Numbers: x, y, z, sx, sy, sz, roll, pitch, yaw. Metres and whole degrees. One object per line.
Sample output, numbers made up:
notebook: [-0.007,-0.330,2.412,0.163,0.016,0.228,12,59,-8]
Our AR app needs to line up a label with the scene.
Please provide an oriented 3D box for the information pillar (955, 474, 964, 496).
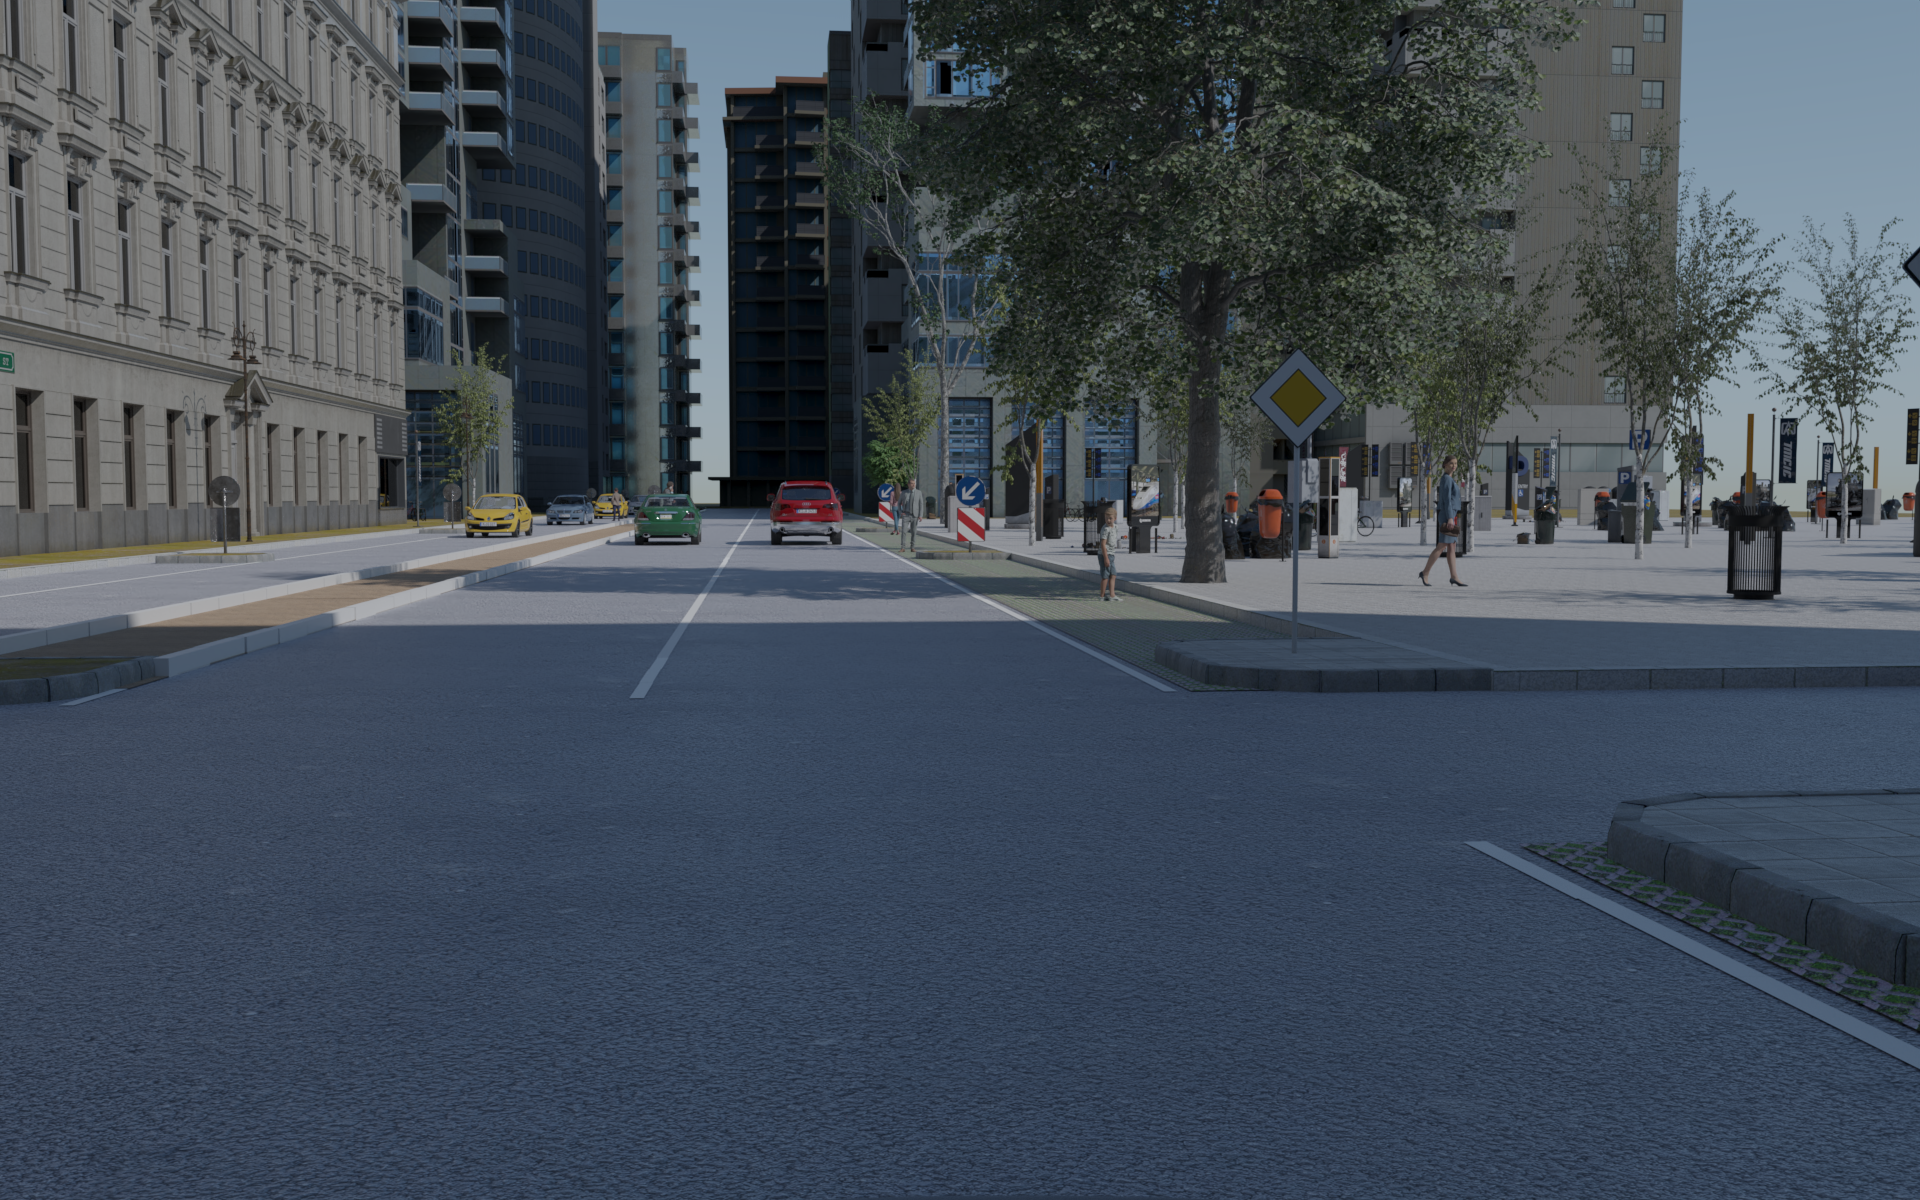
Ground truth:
information pillar: [-0.024,-3.627,63.789,0.304,2.012,0.304,0,4,2]

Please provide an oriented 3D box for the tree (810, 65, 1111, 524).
tree: [0.676,-13.284,73.081,12.611,20.169,13.585,0,3,0]

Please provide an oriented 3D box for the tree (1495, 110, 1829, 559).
tree: [13.434,-5.090,33.585,4.360,8.622,3.978,0,3,0]

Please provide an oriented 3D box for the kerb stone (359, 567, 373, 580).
kerb stone: [-10.076,-0.417,29.064,0.120,0.150,1.000,0,4,-6]

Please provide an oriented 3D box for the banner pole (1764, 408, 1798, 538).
banner pole: [23.763,-3.676,50.112,0.863,3.779,0.401,2,4,25]

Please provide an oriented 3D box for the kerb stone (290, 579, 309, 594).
kerb stone: [-9.623,-0.171,24.996,0.120,0.150,1.000,0,4,-6]

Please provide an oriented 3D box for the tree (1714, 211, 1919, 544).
tree: [22.649,-5.762,44.566,4.360,8.622,3.978,0,3,0]

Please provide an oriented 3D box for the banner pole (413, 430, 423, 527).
banner pole: [-21.284,-4.777,68.114,0.401,3.779,0.863,0,4,-2]

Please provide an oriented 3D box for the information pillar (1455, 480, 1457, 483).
information pillar: [25.497,-5.201,89.528,0.304,2.012,0.304,1,4,18]

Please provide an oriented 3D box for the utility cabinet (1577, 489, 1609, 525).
utility cabinet: [25.854,-3.797,70.758,1.173,1.500,0.318,0,4,-3]

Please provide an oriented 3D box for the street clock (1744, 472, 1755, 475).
street clock: [25.398,-3.131,55.761,0.358,2.002,0.471,0,4,-1]

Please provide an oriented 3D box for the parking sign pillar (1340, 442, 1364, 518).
parking sign pillar: [20.239,-6.192,89.717,1.447,3.967,1.447,0,4,8]

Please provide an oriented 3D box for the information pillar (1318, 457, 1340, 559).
information pillar: [7.339,-1.833,34.461,0.304,2.012,0.304,-3,4,-39]

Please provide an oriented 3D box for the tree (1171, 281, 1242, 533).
tree: [7.423,-6.552,57.483,4.737,8.622,4.395,0,3,0]

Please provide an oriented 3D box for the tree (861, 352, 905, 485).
tree: [-2.425,-8.235,85.006,4.737,8.622,4.395,0,3,0]

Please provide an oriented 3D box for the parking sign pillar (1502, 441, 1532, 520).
parking sign pillar: [28.291,-6.078,87.846,1.447,3.967,1.447,-2,4,-30]

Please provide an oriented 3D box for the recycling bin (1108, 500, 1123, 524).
recycling bin: [6.490,-3.740,73.708,0.722,1.027,0.722,2,4,26]

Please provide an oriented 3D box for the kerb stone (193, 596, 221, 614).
kerb stone: [-9.176,0.078,20.918,0.120,0.150,1.000,0,4,-6]

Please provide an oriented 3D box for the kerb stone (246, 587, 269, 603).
kerb stone: [-9.400,-0.043,22.955,0.120,0.150,1.000,0,4,-6]

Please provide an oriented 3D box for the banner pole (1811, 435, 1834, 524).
banner pole: [36.735,-5.119,73.715,0.863,3.779,0.401,1,4,11]

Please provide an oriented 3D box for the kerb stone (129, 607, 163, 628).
kerb stone: [-8.949,0.203,18.880,0.120,0.150,1.000,0,4,-6]

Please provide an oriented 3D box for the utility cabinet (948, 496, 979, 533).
utility cabinet: [0.117,-2.847,57.715,1.020,1.237,0.306,-1,4,-14]

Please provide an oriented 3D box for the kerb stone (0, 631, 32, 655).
kerb stone: [-8.617,0.390,15.824,0.120,0.150,1.000,0,4,-6]

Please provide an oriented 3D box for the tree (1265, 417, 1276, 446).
tree: [13.328,-8.067,82.250,4.360,8.622,3.978,0,3,0]

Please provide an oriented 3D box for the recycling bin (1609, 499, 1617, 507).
recycling bin: [32.512,-4.529,86.603,0.722,1.027,0.722,0,4,1]

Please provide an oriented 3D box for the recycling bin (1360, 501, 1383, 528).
recycling bin: [15.603,-3.253,65.747,0.722,1.027,0.722,0,4,1]

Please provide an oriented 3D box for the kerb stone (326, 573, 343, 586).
kerb stone: [-9.855,-0.295,27.032,0.120,0.150,1.000,0,4,-6]

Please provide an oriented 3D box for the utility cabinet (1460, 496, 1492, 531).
utility cabinet: [17.952,-3.002,60.250,1.020,1.237,0.306,1,4,17]

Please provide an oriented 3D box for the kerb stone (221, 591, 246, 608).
kerb stone: [-9.288,0.017,21.939,0.120,0.150,1.000,0,4,-6]

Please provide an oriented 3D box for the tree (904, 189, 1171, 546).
tree: [1.925,-5.664,42.976,4.737,8.622,4.395,0,3,0]

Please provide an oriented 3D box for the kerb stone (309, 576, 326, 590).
kerb stone: [-9.744,-0.233,26.011,0.120,0.150,1.000,0,4,-6]

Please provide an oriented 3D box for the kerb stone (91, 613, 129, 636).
kerb stone: [-8.839,0.265,17.856,0.120,0.150,1.000,0,4,-6]

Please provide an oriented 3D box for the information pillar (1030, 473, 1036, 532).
information pillar: [2.594,-3.346,59.194,0.304,2.012,0.304,-3,5,-40]

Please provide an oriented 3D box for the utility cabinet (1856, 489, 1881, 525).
utility cabinet: [37.216,-3.810,70.967,0.318,1.500,1.173,0,4,-6]

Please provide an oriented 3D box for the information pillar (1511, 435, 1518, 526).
information pillar: [22.140,-4.754,69.086,0.183,3.616,0.504,0,4,3]

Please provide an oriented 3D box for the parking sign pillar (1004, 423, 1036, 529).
parking sign pillar: [2.350,-4.616,63.945,1.447,3.967,1.447,1,4,19]

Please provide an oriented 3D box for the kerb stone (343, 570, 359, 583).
kerb stone: [-9.958,-0.358,28.049,0.120,0.150,1.000,0,4,-6]

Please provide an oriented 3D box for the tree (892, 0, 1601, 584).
tree: [3.647,-7.222,24.730,9.857,13.997,8.962,0,3,0]

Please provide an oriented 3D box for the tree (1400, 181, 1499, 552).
tree: [11.490,-5.359,37.990,4.360,8.622,3.978,0,3,0]

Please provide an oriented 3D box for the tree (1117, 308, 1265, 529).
tree: [8.002,-6.895,63.102,4.360,8.622,3.978,0,3,0]

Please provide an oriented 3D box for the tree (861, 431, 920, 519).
tree: [-3.589,-6.532,90.519,4.285,4.588,4.351,0,3,0]

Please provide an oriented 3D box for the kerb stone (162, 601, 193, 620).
kerb stone: [-9.069,0.142,19.895,0.120,0.150,1.000,0,4,-6]

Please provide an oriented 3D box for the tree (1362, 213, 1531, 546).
tree: [11.598,-5.646,42.672,4.737,8.622,4.395,0,3,0]

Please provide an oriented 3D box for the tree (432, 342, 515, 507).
tree: [-23.755,-8.196,84.360,4.737,8.622,4.395,0,3,0]

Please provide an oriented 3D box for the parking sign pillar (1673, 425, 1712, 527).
parking sign pillar: [29.056,-4.900,68.595,1.447,3.967,1.447,1,4,11]

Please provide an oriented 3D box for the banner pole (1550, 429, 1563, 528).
banner pole: [22.724,-4.653,66.097,0.863,3.779,0.401,-3,5,-40]

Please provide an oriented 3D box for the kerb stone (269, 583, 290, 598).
kerb stone: [-9.513,-0.109,23.975,0.120,0.150,1.000,0,4,-6]

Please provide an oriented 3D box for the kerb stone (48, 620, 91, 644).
kerb stone: [-8.731,0.328,16.840,0.120,0.150,1.000,0,4,-6]
